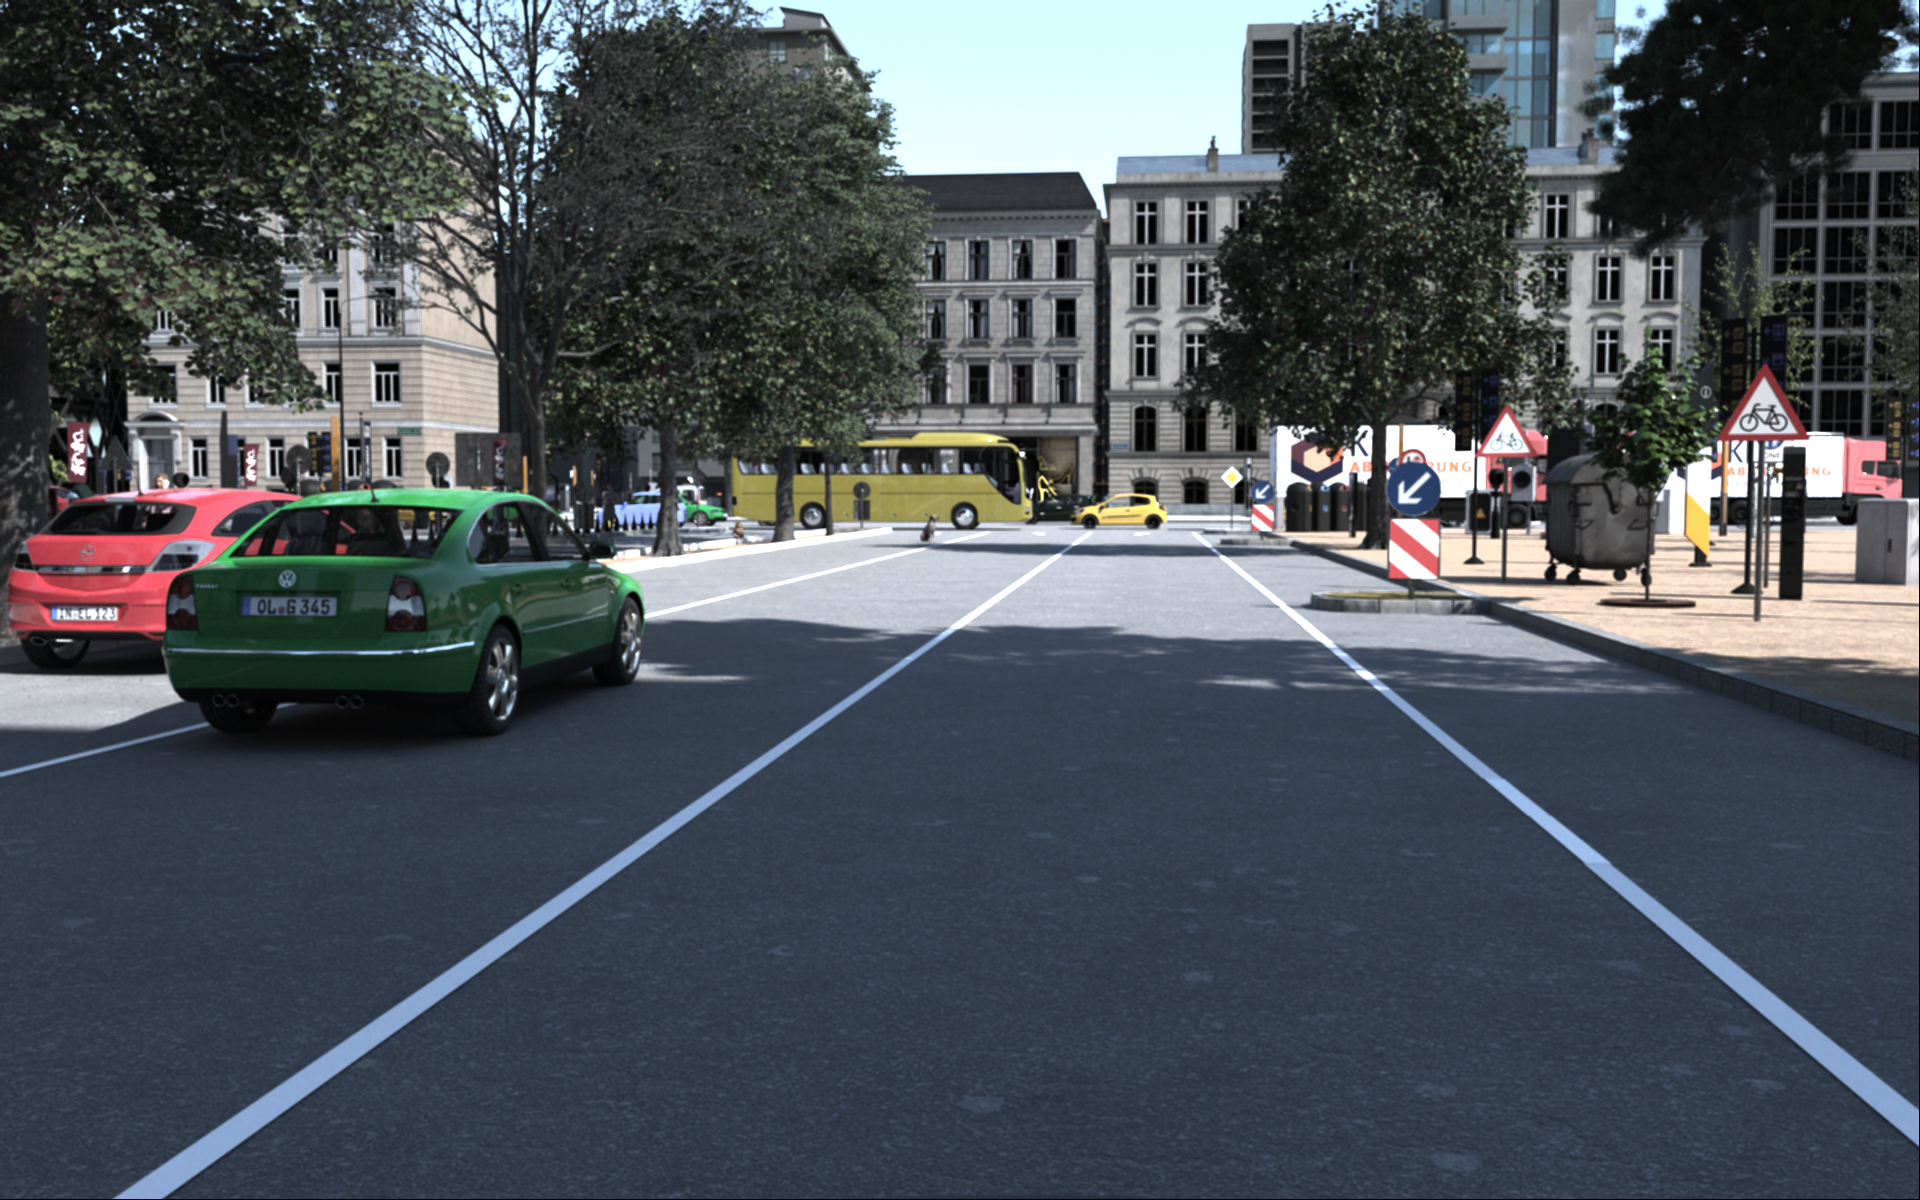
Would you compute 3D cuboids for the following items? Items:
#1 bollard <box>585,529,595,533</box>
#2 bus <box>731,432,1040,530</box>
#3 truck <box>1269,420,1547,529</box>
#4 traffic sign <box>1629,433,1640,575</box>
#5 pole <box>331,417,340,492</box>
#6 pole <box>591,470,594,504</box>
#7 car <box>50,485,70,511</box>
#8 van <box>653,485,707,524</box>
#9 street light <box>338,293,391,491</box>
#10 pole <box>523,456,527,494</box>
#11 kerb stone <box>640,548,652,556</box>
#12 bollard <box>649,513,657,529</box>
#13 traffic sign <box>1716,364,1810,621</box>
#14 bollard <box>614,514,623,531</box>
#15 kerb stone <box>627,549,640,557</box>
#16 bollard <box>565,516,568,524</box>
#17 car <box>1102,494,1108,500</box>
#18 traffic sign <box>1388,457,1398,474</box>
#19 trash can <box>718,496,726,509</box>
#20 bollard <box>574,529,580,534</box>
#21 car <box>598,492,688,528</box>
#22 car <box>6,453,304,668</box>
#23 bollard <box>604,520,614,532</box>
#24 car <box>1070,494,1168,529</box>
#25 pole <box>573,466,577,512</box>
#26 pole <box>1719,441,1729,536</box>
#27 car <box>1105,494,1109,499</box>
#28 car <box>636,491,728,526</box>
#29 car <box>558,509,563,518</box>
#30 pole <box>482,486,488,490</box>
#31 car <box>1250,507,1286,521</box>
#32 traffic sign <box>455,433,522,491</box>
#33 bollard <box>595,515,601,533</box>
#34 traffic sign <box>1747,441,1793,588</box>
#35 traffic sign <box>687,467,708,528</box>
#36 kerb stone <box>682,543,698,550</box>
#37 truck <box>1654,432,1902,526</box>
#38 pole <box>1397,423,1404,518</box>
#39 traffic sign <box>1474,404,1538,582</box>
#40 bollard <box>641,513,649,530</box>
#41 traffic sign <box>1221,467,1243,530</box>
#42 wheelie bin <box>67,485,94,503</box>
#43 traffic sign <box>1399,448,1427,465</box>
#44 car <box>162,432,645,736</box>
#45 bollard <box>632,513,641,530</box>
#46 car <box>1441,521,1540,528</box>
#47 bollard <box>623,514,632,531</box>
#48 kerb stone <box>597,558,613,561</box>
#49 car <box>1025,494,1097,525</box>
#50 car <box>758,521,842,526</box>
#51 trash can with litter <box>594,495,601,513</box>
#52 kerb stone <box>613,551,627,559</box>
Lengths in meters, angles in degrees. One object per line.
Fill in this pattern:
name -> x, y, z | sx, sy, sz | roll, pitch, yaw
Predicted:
bollard -> -12.143, -2.472, 56.454 | 0.229, 0.601, 0.229 | 0, 3, 0
bus -> -2.956, -4.789, 69.854 | 12.252, 3.916, 2.896 | 0, 4, 4
truck -> 17.660, -4.751, 66.588 | 11.283, 4.237, 2.839 | 0, 4, 5
traffic sign -> 10.751, -1.675, 27.393 | 0.884, 2.594, 0.081 | 1, 4, 15
pole -> -16.483, -3.174, 45.741 | 0.158, 3.312, 0.155 | 0, 3, 0
pole -> -31.591, -9.479, 148.828 | 0.158, 3.312, 0.155 | 0, 3, 0
car -> -37.345, -3.808, 70.939 | 5.304, 1.827, 2.281 | 0, 4, 6
van -> -14.449, -4.754, 84.739 | 4.112, 2.044, 2.013 | 0, 4, 7
street light -> -13.843, -4.141, 40.241 | 1.470, 5.913, 1.316 | 0, 4, 6
pole -> -23.392, -6.075, 93.172 | 0.158, 3.312, 0.155 | 0, 3, 0
kerb stone -> -7.397, -1.104, 40.315 | 0.120, 0.150, 1.000 | 0, 4, 6
bollard -> -11.370, -2.910, 63.627 | 0.229, 0.601, 0.229 | 0, 3, 0
traffic sign -> 8.043, -1.064, 17.400 | 0.884, 2.594, 0.081 | 1, 4, 8
bollard -> -11.812, -2.660, 59.531 | 0.229, 0.601, 0.229 | 0, 3, 0
kerb stone -> -7.524, -1.046, 39.297 | 0.120, 0.150, 1.000 | 0, 4, 6
bollard -> -12.363, -2.346, 54.395 | 0.229, 0.601, 0.229 | 0, 3, 0
car -> 15.943, -10.385, 181.803 | 2.014, 1.417, 4.499 | 0, 4, 6
traffic sign -> 14.947, -3.600, 58.968 | 0.768, 2.556, 0.104 | 1, 4, 11
trash can -> -17.440, -7.077, 127.367 | 0.748, 1.137, 0.748 | 0, 3, 0
bollard -> -12.256, -2.409, 55.422 | 0.229, 0.601, 0.229 | 0, 3, 0
car -> -13.118, -3.784, 71.457 | 3.694, 1.707, 1.945 | 0, 4, 5
car -> -6.519, -0.402, 15.620 | 2.155, 1.783, 4.494 | 0, 4, 8
bollard -> -11.926, -2.597, 58.496 | 0.229, 0.601, 0.229 | 0, 3, 0
car -> 6.531, -3.726, 71.139 | 3.980, 1.641, 2.015 | 0, 4, 4
pole -> -27.624, -7.964, 124.058 | 0.158, 3.312, 0.155 | 0, 3, 0
pole -> 23.315, -3.608, 52.831 | 0.158, 3.312, 0.155 | 0, 3, 0
car -> 15.365, -10.026, 172.728 | 1.959, 1.807, 4.718 | 0, 4, 7
car -> -12.859, -4.245, 78.203 | 4.718, 1.807, 1.959 | 0, 4, 7
car -> -19.827, -4.119, 76.147 | 4.718, 1.807, 1.959 | 0, 4, 5
pole -> -38.037, -8.855, 138.618 | 0.158, 3.312, 0.155 | 0, 3, 0
car -> 15.823, -4.411, 82.346 | 3.980, 1.641, 2.015 | 0, 4, 8
traffic sign -> -15.635, -3.885, 57.400 | 2.265, 3.308, 0.079 | 0, 4, 7
bollard -> -12.032, -2.534, 57.475 | 0.229, 0.601, 0.229 | 0, 3, 0
traffic sign -> 11.029, -1.316, 23.640 | 0.606, 2.300, 0.079 | 1, 4, 14
traffic sign -> -9.805, -3.737, 64.740 | 0.795, 2.450, 0.064 | 0, 4, 6
kerb stone -> -6.965, -1.359, 44.412 | 0.120, 0.150, 1.000 | 0, 4, 6
truck -> 37.772, -5.552, 79.681 | 11.283, 4.237, 2.839 | 0, 4, 5
pole -> 12.738, -3.439, 50.066 | 0.158, 3.312, 0.155 | 0, 3, 0
traffic sign -> 7.923, -1.539, 25.164 | 0.884, 2.594, 0.081 | 1, 4, 14
bollard -> -11.481, -2.848, 62.606 | 0.229, 0.601, 0.229 | 0, 3, 0
traffic sign -> 9.825, -3.607, 62.621 | 0.795, 2.450, 0.064 | 0, 4, 6
wheelie bin -> -29.862, -3.116, 58.856 | 0.693, 1.594, 0.980 | 1, 4, 12
traffic sign -> 12.605, -2.946, 48.278 | 0.768, 2.556, 0.104 | 1, 4, 12
car -> -3.467, -0.178, 11.705 | 1.959, 1.807, 4.718 | 0, 4, 6
bollard -> -11.591, -2.786, 61.586 | 0.229, 0.601, 0.229 | 0, 3, 0
car -> 22.534, -3.812, 74.689 | 4.827, 1.381, 2.083 | 0, 4, 5
bollard -> -11.698, -2.723, 60.563 | 0.229, 0.601, 0.229 | 0, 3, 0
kerb stone -> -7.732, -0.920, 37.238 | 0.120, 0.150, 1.000 | 0, 4, 6
car -> 4.582, -4.389, 81.548 | 4.222, 1.686, 2.009 | 0, 4, 7
car -> -7.240, -4.114, 77.487 | 3.980, 1.641, 2.015 | 0, 4, 6
trash can with litter -> -24.585, -6.639, 119.608 | 1.678, 1.210, 2.233 | 1, 4, 20
kerb stone -> -7.628, -0.979, 38.270 | 0.120, 0.150, 1.000 | 0, 4, 6
